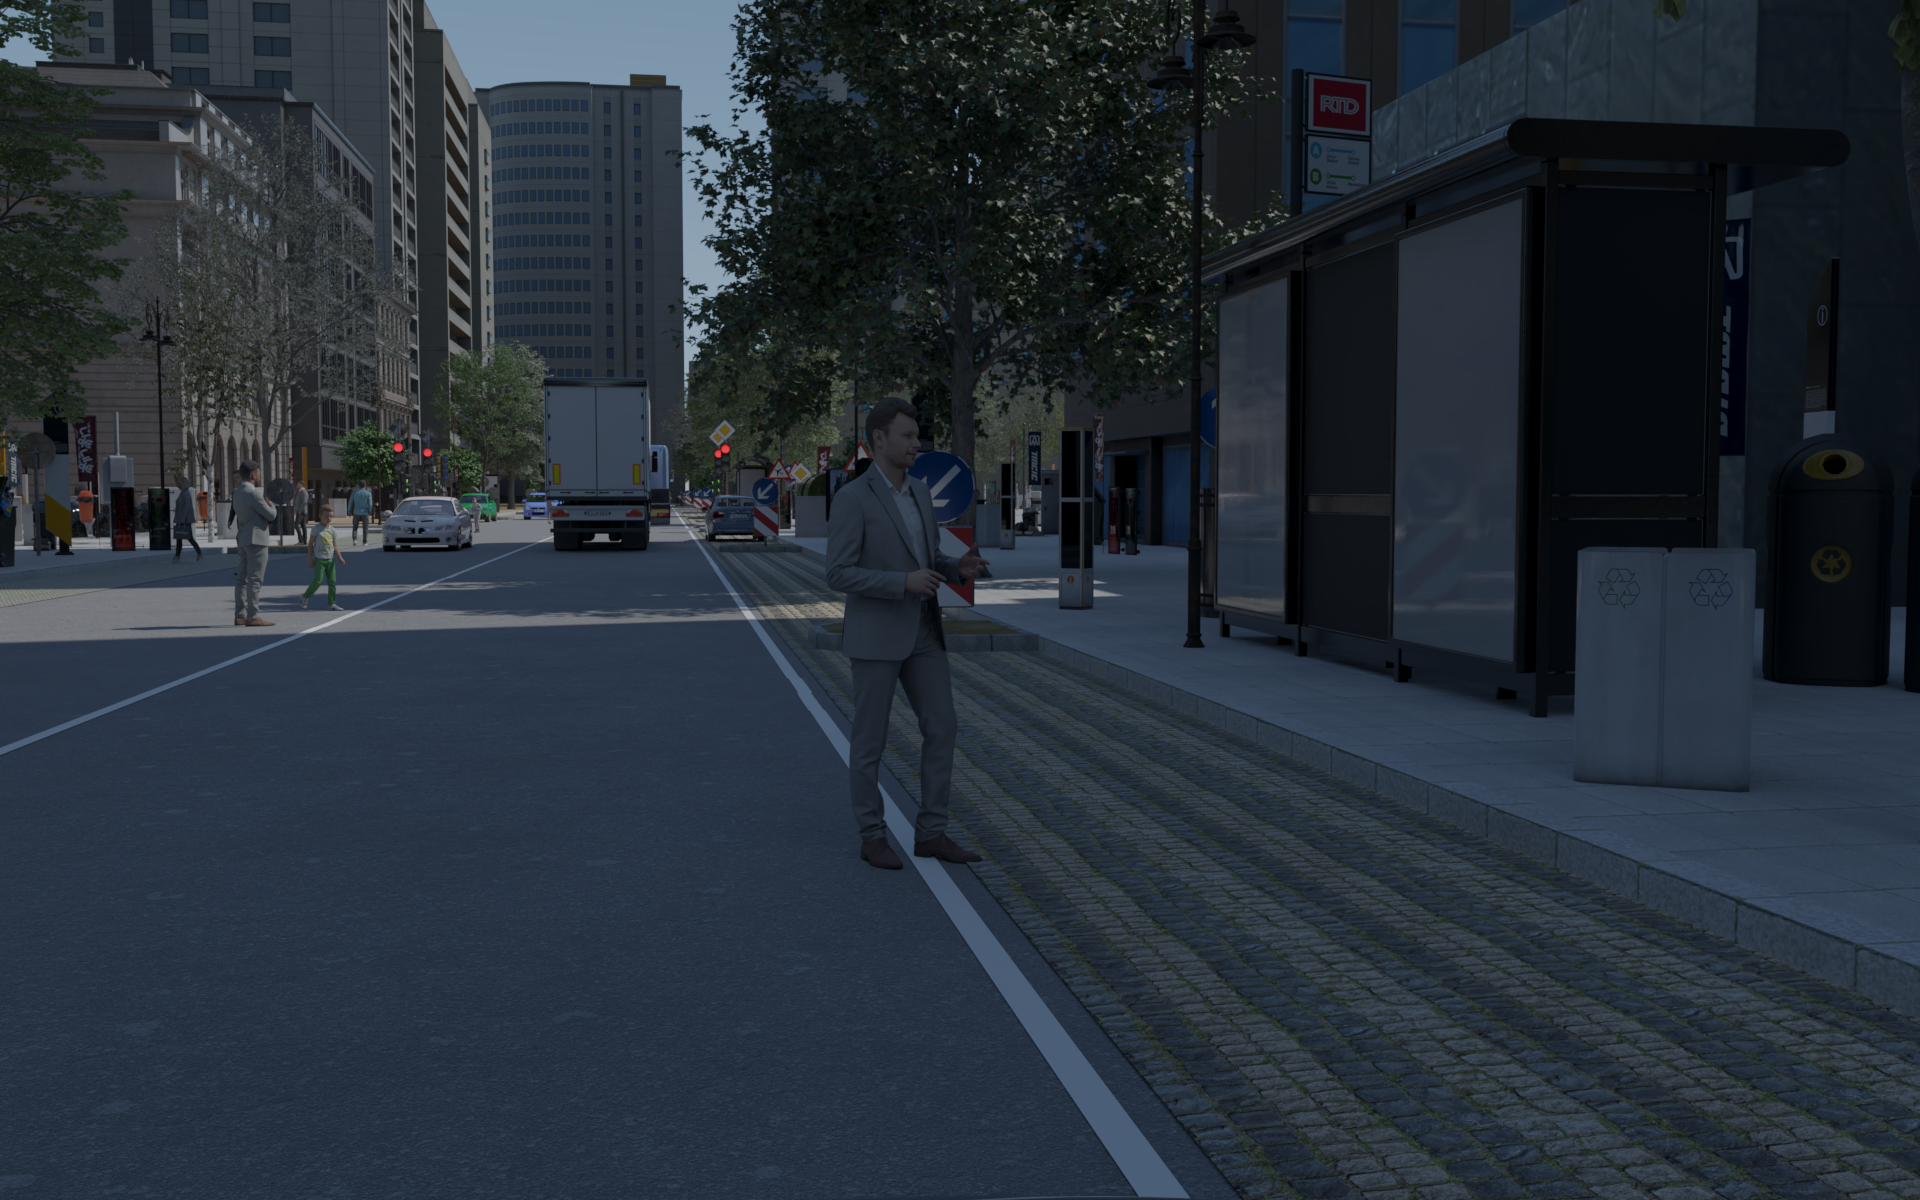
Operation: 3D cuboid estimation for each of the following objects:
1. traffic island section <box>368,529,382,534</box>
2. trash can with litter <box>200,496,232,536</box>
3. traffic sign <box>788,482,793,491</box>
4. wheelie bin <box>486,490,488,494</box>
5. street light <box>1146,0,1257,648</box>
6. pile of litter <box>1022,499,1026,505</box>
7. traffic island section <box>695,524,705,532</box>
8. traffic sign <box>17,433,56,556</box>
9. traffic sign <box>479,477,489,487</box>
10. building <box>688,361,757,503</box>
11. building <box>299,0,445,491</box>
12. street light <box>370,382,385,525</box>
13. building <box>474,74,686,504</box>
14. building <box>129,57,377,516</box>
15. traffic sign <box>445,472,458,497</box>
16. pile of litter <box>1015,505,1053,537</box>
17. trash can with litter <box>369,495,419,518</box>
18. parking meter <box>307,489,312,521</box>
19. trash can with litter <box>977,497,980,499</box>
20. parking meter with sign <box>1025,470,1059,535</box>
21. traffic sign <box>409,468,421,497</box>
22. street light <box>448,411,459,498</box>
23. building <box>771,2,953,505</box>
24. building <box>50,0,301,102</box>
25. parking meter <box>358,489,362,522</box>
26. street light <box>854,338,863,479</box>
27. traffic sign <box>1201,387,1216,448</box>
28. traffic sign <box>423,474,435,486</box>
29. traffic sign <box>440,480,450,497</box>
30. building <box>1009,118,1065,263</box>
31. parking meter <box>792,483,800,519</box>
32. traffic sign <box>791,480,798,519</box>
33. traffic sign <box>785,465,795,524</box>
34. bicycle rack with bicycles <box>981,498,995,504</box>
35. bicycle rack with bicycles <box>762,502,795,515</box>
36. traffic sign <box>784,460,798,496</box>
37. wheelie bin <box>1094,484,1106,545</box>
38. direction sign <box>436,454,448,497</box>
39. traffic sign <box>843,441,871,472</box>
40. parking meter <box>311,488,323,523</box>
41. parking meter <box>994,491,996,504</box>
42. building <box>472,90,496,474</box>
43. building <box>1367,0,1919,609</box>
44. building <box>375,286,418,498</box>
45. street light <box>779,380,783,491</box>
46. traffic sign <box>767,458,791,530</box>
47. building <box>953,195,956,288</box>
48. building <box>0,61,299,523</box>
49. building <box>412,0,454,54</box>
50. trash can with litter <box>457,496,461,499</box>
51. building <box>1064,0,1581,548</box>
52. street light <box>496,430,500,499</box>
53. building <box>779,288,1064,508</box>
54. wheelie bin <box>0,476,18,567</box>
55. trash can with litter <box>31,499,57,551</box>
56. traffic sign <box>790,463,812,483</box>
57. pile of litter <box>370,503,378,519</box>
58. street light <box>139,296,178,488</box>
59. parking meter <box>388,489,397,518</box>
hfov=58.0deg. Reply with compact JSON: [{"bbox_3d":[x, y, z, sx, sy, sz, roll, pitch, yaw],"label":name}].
[{"bbox_3d":[-20.584,-2.534,63.710,2.009,0.180,2.903,-1,4,-10],"label":"traffic island section"},{"bbox_3d":[-22.186,-2.587,53.353,2.233,1.210,1.678,-1,4,-22],"label":"trash can with litter"},{"bbox_3d":[-8.670,-5.336,87.345,0.768,2.556,0.104,0,4,-7],"label":"traffic sign"},{"bbox_3d":[-34.767,-7.362,128.281,0.980,1.594,0.693,0,4,7],"label":"wheelie bin"},{"bbox_3d":[1.960,-2.541,14.331,0.468,5.910,1.993,-1,4,-10],"label":"street light"},{"bbox_3d":[5.276,-8.113,146.606,1.176,0.858,1.719,-1,4,-17],"label":"pile of litter"},{"bbox_3d":[-10.213,-3.137,73.579,2.009,0.180,2.903,-1,4,-10],"label":"traffic island section"},{"bbox_3d":[-19.139,-2.189,35.901,0.768,2.556,0.104,0,4,-5],"label":"traffic sign"},{"bbox_3d":[-34.729,-7.721,126.338,0.768,2.556,0.104,-1,4,-9],"label":"traffic sign"},{"bbox_3d":[-25.118,-25.037,254.398,28.899,21.520,27.650,-1,4,-10],"label":"building"},{"bbox_3d":[-56.627,-43.615,151.350,20.563,71.187,20.611,-1,4,-10],"label":"building"},{"bbox_3d":[-23.959,-6.028,71.347,0.468,5.910,1.993,-1,4,-10],"label":"street light"},{"bbox_3d":[-53.375,-42.989,244.874,28.212,58.520,21.231,-1,4,-10],"label":"building"},{"bbox_3d":[-46.440,-19.410,110.854,14.314,27.812,24.014,-1,4,-10],"label":"building"},{"bbox_3d":[-29.948,-6.229,101.951,0.768,2.556,0.104,0,4,-4],"label":"traffic sign"},{"bbox_3d":[2.016,-2.367,52.670,1.719,0.858,1.176,3,5,45],"label":"pile of litter"},{"bbox_3d":[-30.697,-5.027,93.244,2.233,1.210,1.678,1,4,8],"label":"trash can with litter"},{"bbox_3d":[-30.639,-4.488,81.795,0.372,1.533,0.369,0,3,0],"label":"parking meter"},{"bbox_3d":[0.648,-6.256,113.337,2.233,1.210,1.678,0,4,6],"label":"trash can with litter"},{"bbox_3d":[2.925,-3.580,54.789,1.738,3.016,0.543,1,4,16],"label":"parking meter with sign"},{"bbox_3d":[-27.005,-5.230,85.615,0.768,2.556,0.104,0,4,-4],"label":"traffic sign"},{"bbox_3d":[-28.320,-7.597,96.991,0.468,5.910,1.993,-1,4,-10],"label":"street light"},{"bbox_3d":[-11.550,-40.439,203.169,21.231,58.520,28.212,-1,4,-10],"label":"building"},{"bbox_3d":[-86.998,-46.247,194.389,20.611,71.187,20.563,-1,4,-10],"label":"building"},{"bbox_3d":[-30.147,-4.810,87.055,0.372,1.533,0.369,0,3,0],"label":"parking meter"},{"bbox_3d":[-2.380,-4.094,39.719,0.468,5.910,1.993,-1,4,-10],"label":"street light"},{"bbox_3d":[3.111,-1.232,20.255,0.768,2.556,0.104,0,4,0],"label":"traffic sign"},{"bbox_3d":[-26.943,-5.246,87.897,0.606,2.300,0.079,0,4,0],"label":"traffic sign"},{"bbox_3d":[-30.484,-6.149,102.671,0.606,2.300,0.079,-1,4,-8],"label":"traffic sign"},{"bbox_3d":[14.987,-36.038,212.916,21.600,48.544,21.300,-1,4,-10],"label":"building"},{"bbox_3d":[-8.312,-5.021,87.803,0.255,1.863,0.399,2,4,26],"label":"parking meter"},{"bbox_3d":[-8.684,-5.354,89.661,0.606,2.300,0.079,0,3,0],"label":"traffic sign"},{"bbox_3d":[-7.332,-4.574,74.892,0.768,2.556,0.104,0,4,-3],"label":"traffic sign"},{"bbox_3d":[3.139,-8.375,150.312,2.852,0.926,2.925,0,4,-7],"label":"bicycle rack with bicycles"},{"bbox_3d":[-8.340,-4.017,79.062,2.852,0.926,2.925,-1,4,-15],"label":"bicycle rack with bicycles"},{"bbox_3d":[-6.353,-4.092,66.909,0.884,2.594,0.081,0,4,-1],"label":"traffic sign"},{"bbox_3d":[3.324,-2.193,43.771,0.693,1.594,0.980,1,4,9],"label":"wheelie bin"},{"bbox_3d":[-29.569,-6.537,98.885,0.379,3.537,0.876,2,4,29],"label":"direction sign"},{"bbox_3d":[-2.419,-2.585,42.270,0.884,2.594,0.081,0,4,-4],"label":"traffic sign"},{"bbox_3d":[-28.881,-4.256,78.003,0.372,1.533,0.369,0,3,0],"label":"parking meter"},{"bbox_3d":[2.330,-6.075,107.744,0.372,1.533,0.369,0,3,0],"label":"parking meter"},{"bbox_3d":[-65.170,-35.129,198.053,21.600,48.544,21.300,-1,4,-10],"label":"building"},{"bbox_3d":[20.569,-42.874,13.658,22.319,86.520,31.000,-1,4,-10],"label":"building"},{"bbox_3d":[-48.179,-16.399,132.745,10.561,19.102,19.286,-1,4,-10],"label":"building"},{"bbox_3d":[-6.718,-5.643,65.053,0.468,5.910,1.993,-1,4,-10],"label":"street light"},{"bbox_3d":[-6.498,-3.801,62.147,0.884,2.594,0.081,-1,4,-8],"label":"traffic sign"},{"bbox_3d":[-2.066,-36.736,250.745,14.200,45.320,14.600,-1,4,-10],"label":"building"},{"bbox_3d":[-42.476,-15.020,87.372,13.314,21.916,24.055,-1,4,-10],"label":"building"},{"bbox_3d":[-61.009,-33.598,173.035,21.300,48.544,21.600,-1,4,-10],"label":"building"},{"bbox_3d":[-32.502,-6.216,113.024,0.624,1.170,1.055,-1,4,-21],"label":"trash can with litter"},{"bbox_3d":[11.085,-24.108,44.282,14.600,45.320,14.200,-1,4,-10],"label":"building"},{"bbox_3d":[-32.645,-9.146,122.328,0.468,5.910,1.993,-1,4,-10],"label":"street light"},{"bbox_3d":[-3.722,-20.285,176.705,27.650,21.520,28.899,-1,4,-10],"label":"building"},{"bbox_3d":[-17.057,-1.379,30.450,0.980,1.594,0.693,0,4,2],"label":"wheelie bin"},{"bbox_3d":[-20.767,-1.712,39.375,0.624,1.170,1.055,-1,4,-23],"label":"trash can with litter"},{"bbox_3d":[-5.866,-3.832,63.842,0.795,2.450,0.064,0,4,-6],"label":"traffic sign"},{"bbox_3d":[-29.617,-4.582,88.880,1.176,0.858,1.719,-2,4,-30],"label":"pile of litter"},{"bbox_3d":[-18.709,-4.144,40.549,0.468,5.910,1.993,-1,4,-10],"label":"street light"},{"bbox_3d":[-25.664,-4.274,78.287,0.372,1.533,0.369,0,3,0],"label":"parking meter"}]
